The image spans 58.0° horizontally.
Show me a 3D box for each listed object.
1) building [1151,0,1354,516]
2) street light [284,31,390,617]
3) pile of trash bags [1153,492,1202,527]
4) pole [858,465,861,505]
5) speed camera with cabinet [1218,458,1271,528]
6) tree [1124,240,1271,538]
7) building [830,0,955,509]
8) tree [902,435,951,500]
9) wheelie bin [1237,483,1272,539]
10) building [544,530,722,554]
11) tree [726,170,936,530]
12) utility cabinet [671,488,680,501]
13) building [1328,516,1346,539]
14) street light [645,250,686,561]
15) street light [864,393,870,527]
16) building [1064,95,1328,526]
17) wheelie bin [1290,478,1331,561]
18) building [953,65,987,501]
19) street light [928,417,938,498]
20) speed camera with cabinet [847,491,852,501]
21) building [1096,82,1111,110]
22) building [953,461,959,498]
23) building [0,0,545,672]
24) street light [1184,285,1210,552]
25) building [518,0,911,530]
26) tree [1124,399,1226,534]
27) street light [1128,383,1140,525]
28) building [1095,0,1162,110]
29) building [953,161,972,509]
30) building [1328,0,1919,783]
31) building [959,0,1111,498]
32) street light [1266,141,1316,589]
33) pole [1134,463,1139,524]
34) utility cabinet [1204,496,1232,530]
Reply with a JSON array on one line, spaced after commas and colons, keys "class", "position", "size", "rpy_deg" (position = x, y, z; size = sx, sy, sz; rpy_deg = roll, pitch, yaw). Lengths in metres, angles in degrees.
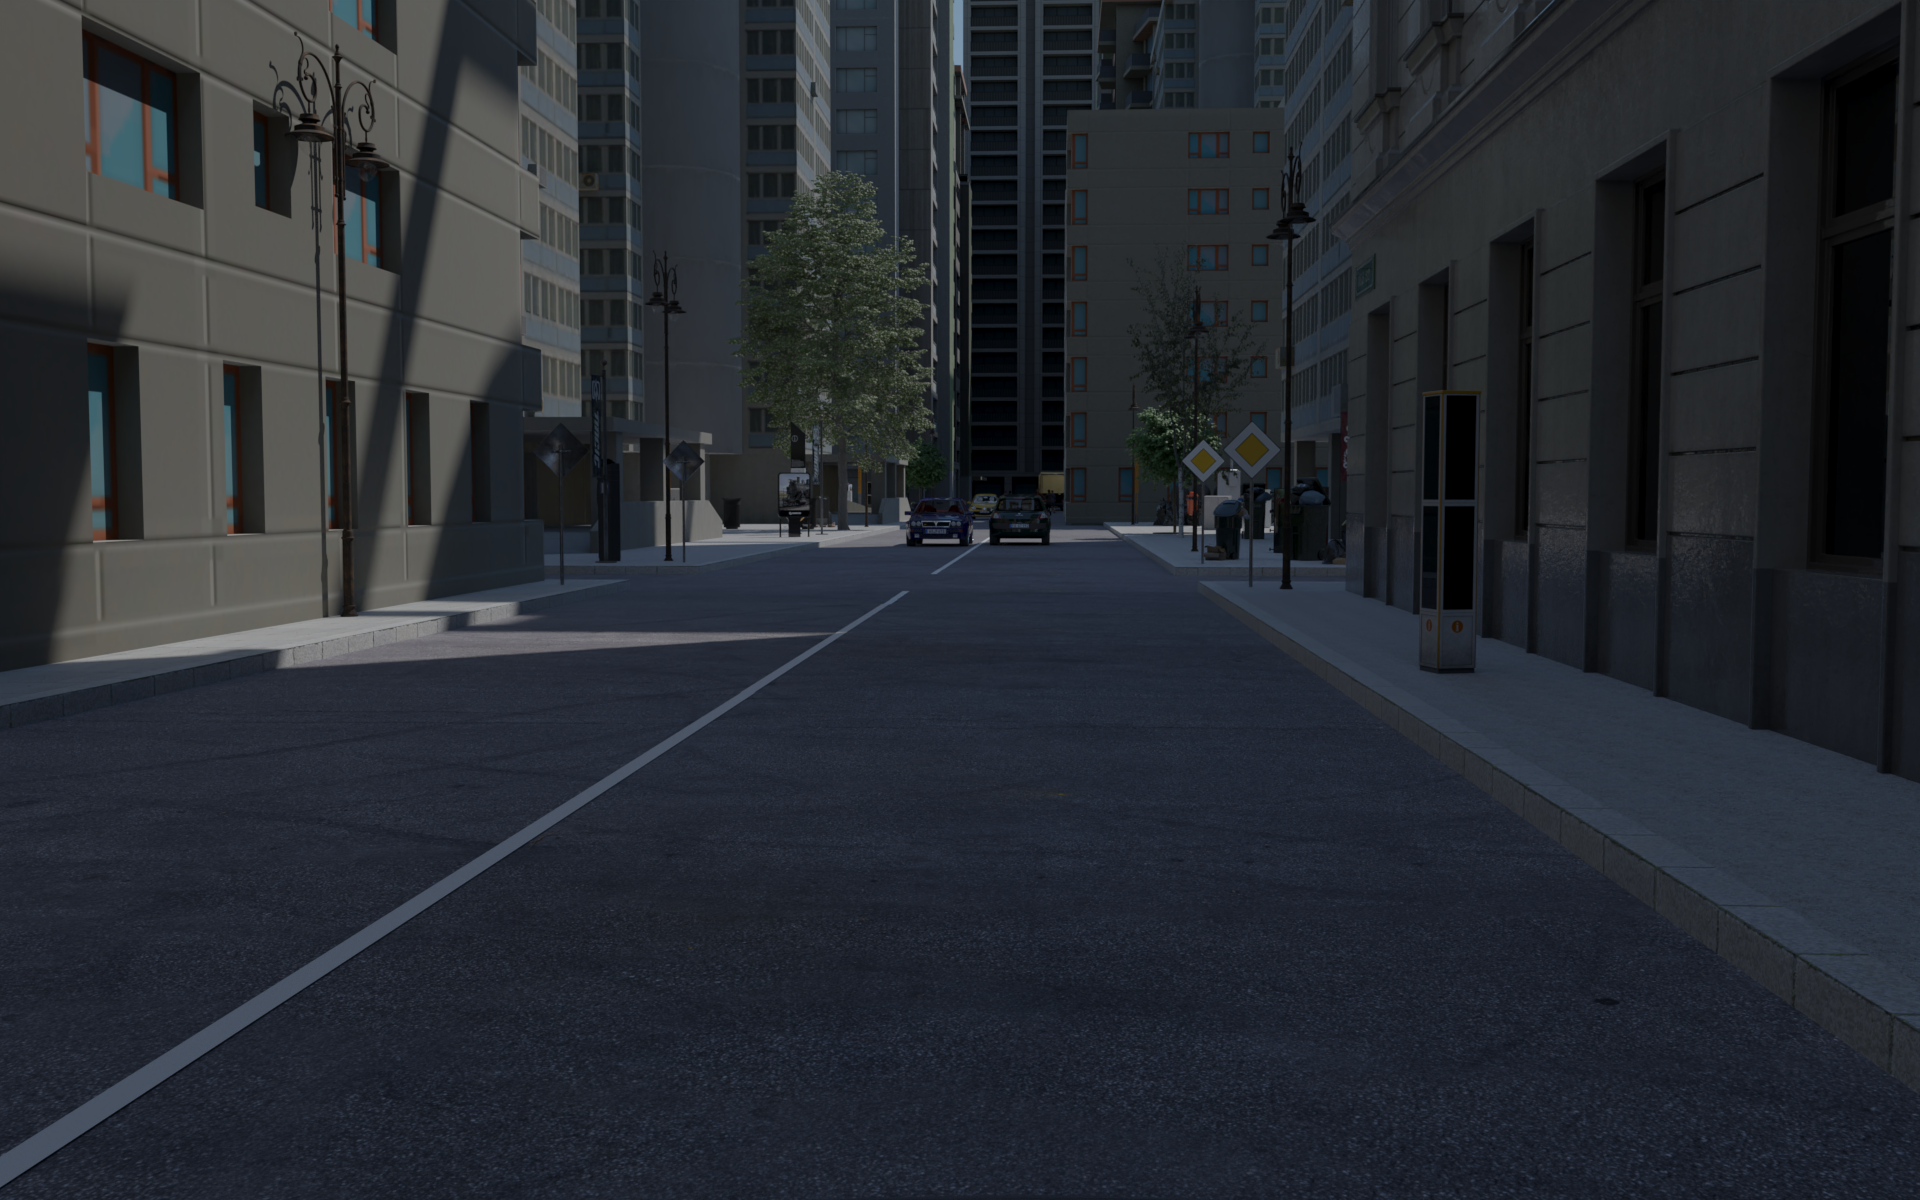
[{"class": "building", "position": [26.661, -26.491, 125.010], "size": [32.217, 40.220, 23.993], "rpy_deg": [0, 4, 3]}, {"class": "street light", "position": [-6.398, -2.763, 17.967], "size": [0.468, 5.910, 1.993], "rpy_deg": [0, 4, 3]}, {"class": "pile of trash bags", "position": [9.008, -3.668, 69.719], "size": [1.912, 1.369, 3.447], "rpy_deg": [0, 4, -7]}, {"class": "pole", "position": [-5.618, -6.309, 96.999], "size": [0.158, 3.312, 0.155], "rpy_deg": [0, 3, 0]}, {"class": "speed camera with cabinet", "position": [10.721, -4.338, 65.258], "size": [2.038, 3.252, 0.660], "rpy_deg": [-1, 4, -23]}, {"class": "tree", "position": [6.523, -6.093, 49.981], "size": [4.360, 8.622, 3.978], "rpy_deg": [0, 3, 0]}, {"class": "building", "position": [-7.788, -26.356, 114.520], "size": [14.154, 41.232, 14.086], "rpy_deg": [0, 4, 3]}, {"class": "tree", "position": [-2.197, -6.884, 96.259], "size": [4.285, 4.588, 4.351], "rpy_deg": [0, 3, 0]}, {"class": "wheelie bin", "position": [8.371, -2.523, 49.157], "size": [0.980, 1.594, 0.693], "rpy_deg": [0, 4, 3]}, {"class": "building", "position": [-23.494, -21.533, 43.941], "size": [32.217, 40.220, 23.993], "rpy_deg": [0, 4, 3]}, {"class": "tree", "position": [-4.599, -8.775, 61.604], "size": [7.486, 12.596, 7.792], "rpy_deg": [0, 3, 0]}, {"class": "utility cabinet", "position": [-11.248, -3.631, 68.045], "size": [1.173, 1.500, 0.318], "rpy_deg": [1, 4, 20]}, {"class": "building", "position": [21.589, -21.640, 45.702], "size": [23.993, 40.220, 32.217], "rpy_deg": [0, 4, 3]}, {"class": "street light", "position": [-5.593, -3.687, 33.064], "size": [0.468, 5.910, 1.993], "rpy_deg": [0, 4, 3]}, {"class": "street light", "position": [-3.641, -5.782, 67.317], "size": [0.468, 5.910, 1.993], "rpy_deg": [0, 4, 3]}, {"class": "building", "position": [19.445, -15.100, 91.927], "size": [27.650, 21.520, 28.899], "rpy_deg": [0, 4, 3]}, {"class": "wheelie bin", "position": [6.711, -1.559, 33.403], "size": [0.693, 1.594, 0.980], "rpy_deg": [-2, 4, -26]}, {"class": "building", "position": [-12.176, -31.709, 173.068], "size": [28.867, 44.769, 22.147], "rpy_deg": [0, 4, 3]}, {"class": "street light", "position": [-1.602, -7.910, 102.124], "size": [0.468, 5.910, 1.993], "rpy_deg": [0, 4, 3]}, {"class": "speed camera with cabinet", "position": [-6.826, -6.019, 92.745], "size": [2.038, 3.252, 0.660], "rpy_deg": [0, 4, 5]}, {"class": "building", "position": [20.614, -30.018, 174.385], "size": [14.154, 41.232, 14.086], "rpy_deg": [0, 4, 3]}, {"class": "building", "position": [-10.493, -42.383, 131.214], "size": [20.563, 71.187, 20.611], "rpy_deg": [0, 4, 3]}, {"class": "building", "position": [-21.362, -10.214, 12.043], "size": [28.899, 21.520, 27.650], "rpy_deg": [0, 4, 3]}, {"class": "street light", "position": [5.245, -4.021, 38.523], "size": [0.468, 5.910, 1.993], "rpy_deg": [0, 4, 3]}, {"class": "building", "position": [-18.960, -23.725, 79.784], "size": [32.217, 40.220, 23.993], "rpy_deg": [0, 4, 3]}, {"class": "tree", "position": [6.987, -4.441, 56.320], "size": [4.285, 4.588, 4.351], "rpy_deg": [0, 3, 0]}, {"class": "street light", "position": [7.227, -6.083, 72.244], "size": [0.468, 5.910, 1.993], "rpy_deg": [0, 4, 3]}, {"class": "building", "position": [23.036, -30.431, 152.169], "size": [22.147, 44.769, 28.867], "rpy_deg": [0, 4, 3]}, {"class": "building", "position": [-6.336, -23.151, 150.218], "size": [14.160, 30.474, 14.107], "rpy_deg": [0, 4, 3]}, {"class": "building", "position": [11.781, -13.693, 0.299], "size": [17.030, 29.872, 44.131], "rpy_deg": [0, 4, 3]}, {"class": "building", "position": [11.070, -46.527, 198.965], "size": [20.611, 71.187, 20.563], "rpy_deg": [0, 4, 3]}, {"class": "street light", "position": [4.406, -3.084, 23.212], "size": [0.468, 5.910, 1.993], "rpy_deg": [0, 4, 3]}, {"class": "pole", "position": [7.674, -4.975, 75.179], "size": [0.158, 3.312, 0.155], "rpy_deg": [0, 3, 0]}, {"class": "utility cabinet", "position": [9.188, -3.106, 61.948], "size": [1.020, 1.237, 0.306], "rpy_deg": [3, 4, 36]}]
